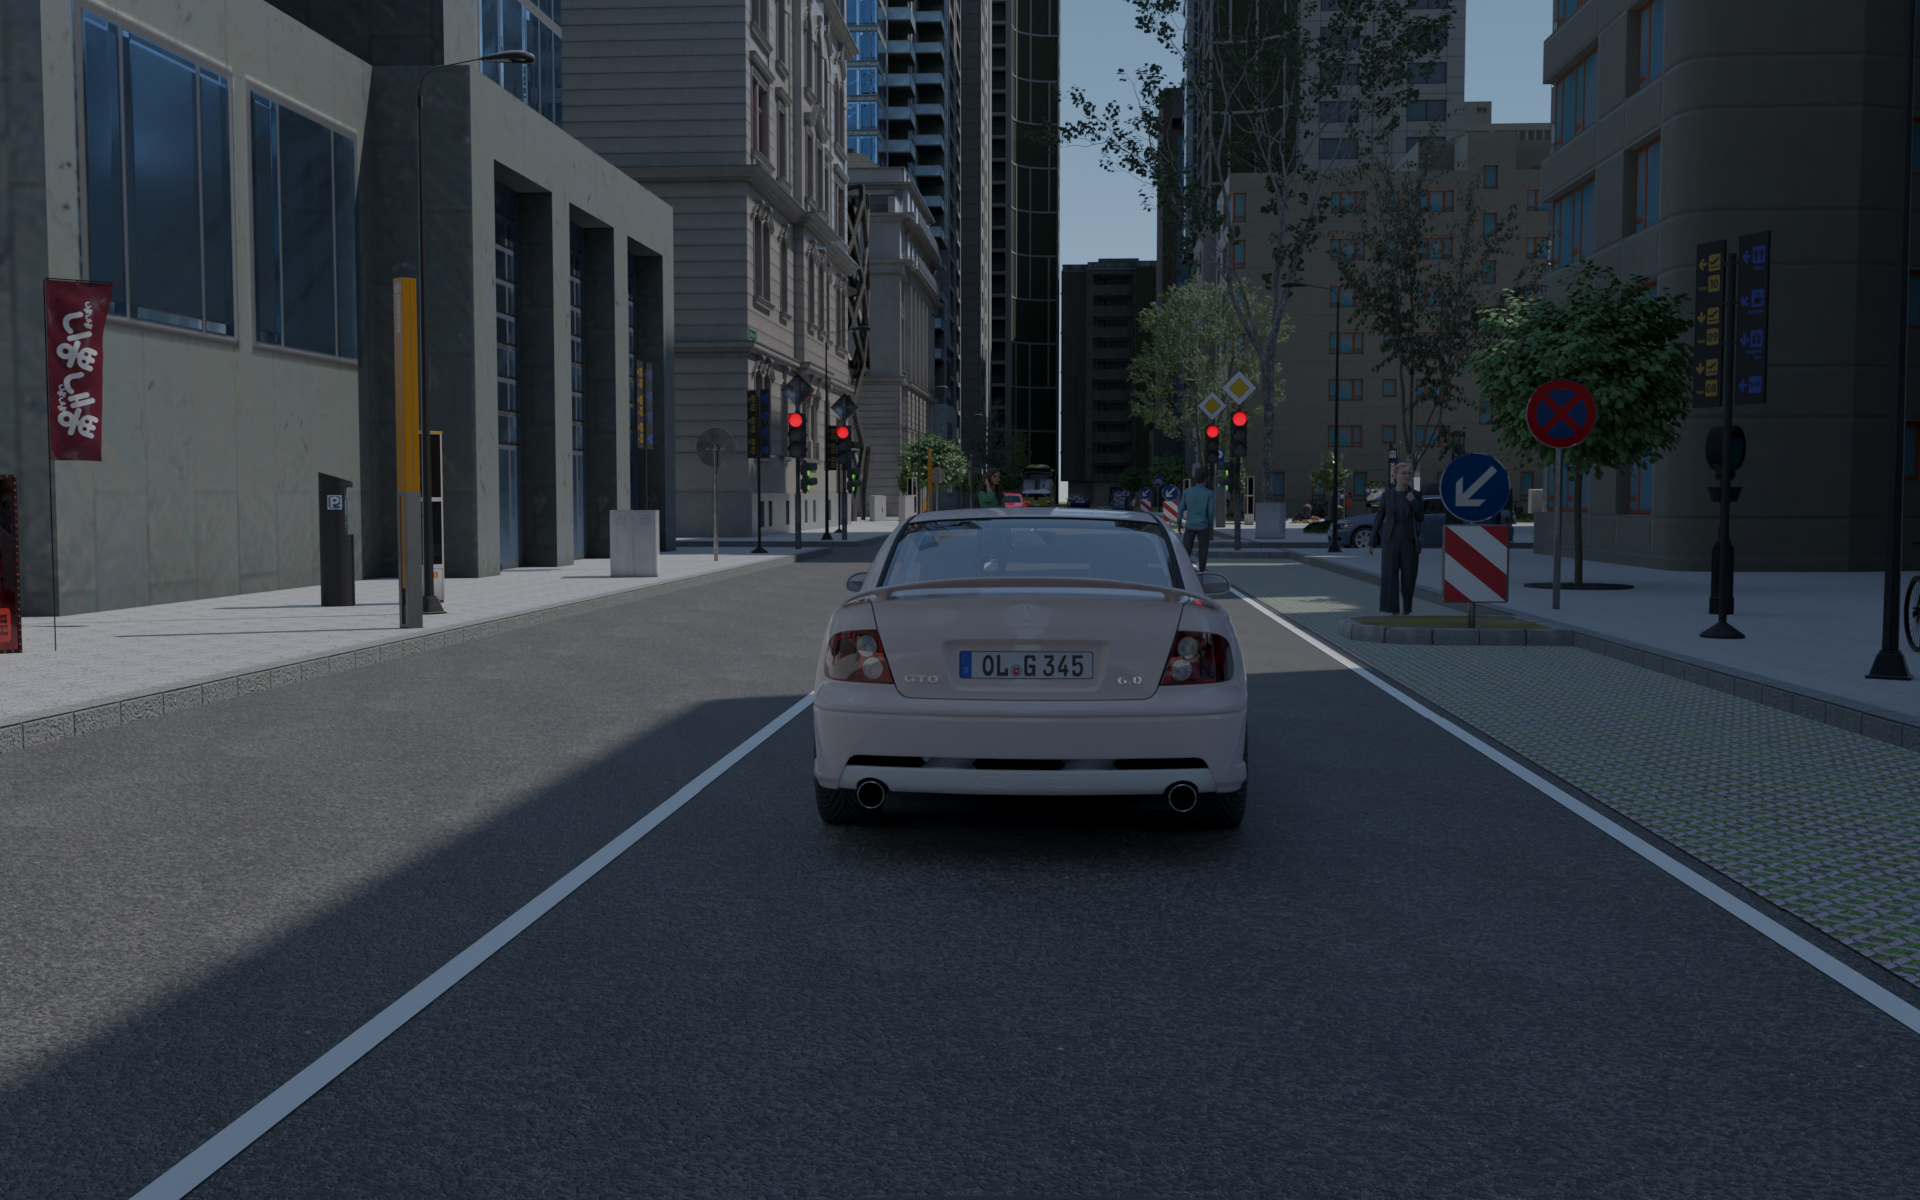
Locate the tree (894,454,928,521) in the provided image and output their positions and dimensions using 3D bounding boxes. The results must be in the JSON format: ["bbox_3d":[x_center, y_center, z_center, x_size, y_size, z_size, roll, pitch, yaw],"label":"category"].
[{"bbox_3d":[-2.508,-5.386,82.662,1.663,3.219,1.824,0,3,0],"label":"tree"}]

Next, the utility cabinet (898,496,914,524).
[{"bbox_3d":[-2.204,-3.664,71.062,0.306,1.237,1.020,1,4,21],"label":"utility cabinet"}]

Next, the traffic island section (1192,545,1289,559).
[{"bbox_3d":[6.376,-1.064,39.676,2.009,0.180,2.903,0,4,4],"label":"traffic island section"}]

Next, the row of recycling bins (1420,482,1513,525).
[{"bbox_3d":[17.470,-3.229,59.915,3.534,1.692,1.069,-1,4,-18],"label":"row of recycling bins"}]

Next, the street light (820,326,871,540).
[{"bbox_3d":[-3.170,-4.621,48.096,1.470,5.913,1.316,0,4,4],"label":"street light"}]

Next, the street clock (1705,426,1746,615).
[{"bbox_3d":[8.129,-0.848,18.428,0.471,2.002,0.358,-3,5,-41],"label":"street clock"}]

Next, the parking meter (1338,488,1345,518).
[{"bbox_3d":[15.968,-3.933,72.722,0.372,1.533,0.369,0,3,0],"label":"parking meter"}]

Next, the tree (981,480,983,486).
[{"bbox_3d":[0.937,-7.967,124.864,1.663,3.219,1.824,0,3,0],"label":"tree"}]

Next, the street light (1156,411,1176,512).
[{"bbox_3d":[11.753,-7.558,96.117,1.470,5.913,1.316,0,4,4],"label":"street light"}]

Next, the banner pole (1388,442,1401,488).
[{"bbox_3d":[20.875,-5.693,83.095,0.401,3.779,0.863,-3,5,-40],"label":"banner pole"}]

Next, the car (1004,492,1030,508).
[{"bbox_3d":[2.234,-4.441,81.645,2.155,1.783,4.494,0,4,4],"label":"car"}]

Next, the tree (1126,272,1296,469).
[{"bbox_3d":[11.381,-9.437,80.053,9.928,11.665,9.643,0,3,0],"label":"tree"}]

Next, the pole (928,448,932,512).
[{"bbox_3d":[-1.336,-5.074,76.802,0.158,3.312,0.155,0,3,0],"label":"pole"}]

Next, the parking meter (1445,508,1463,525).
[{"bbox_3d":[11.499,-2.111,40.221,0.399,1.863,0.255,2,4,34],"label":"parking meter"}]

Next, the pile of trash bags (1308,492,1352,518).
[{"bbox_3d":[19.791,-5.032,92.029,1.912,1.369,3.447,3,5,44],"label":"pile of trash bags"}]

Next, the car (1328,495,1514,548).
[{"bbox_3d":[11.476,-1.913,43.272,4.499,1.417,2.014,0,4,2],"label":"car"}]

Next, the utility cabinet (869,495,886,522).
[{"bbox_3d":[-3.834,-4.270,80.971,0.306,1.237,1.020,2,4,30],"label":"utility cabinet"}]

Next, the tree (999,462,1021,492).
[{"bbox_3d":[5.009,-11.948,179.070,4.285,4.588,4.351,0,3,0],"label":"tree"}]

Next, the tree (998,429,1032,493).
[{"bbox_3d":[6.179,-14.797,192.294,4.737,8.622,4.395,0,3,0],"label":"tree"}]

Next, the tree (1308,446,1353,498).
[{"bbox_3d":[14.895,-4.628,70.267,1.663,3.219,1.824,0,3,0],"label":"tree"}]

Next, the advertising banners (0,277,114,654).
[{"bbox_3d":[-7.793,-1.074,13.740,2.074,3.025,0.090,-3,4,-38],"label":"advertising banners"}]

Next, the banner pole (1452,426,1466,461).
[{"bbox_3d":[18.316,-4.500,63.590,0.863,3.779,0.401,-2,4,-33],"label":"banner pole"}]

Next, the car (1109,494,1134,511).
[{"bbox_3d":[13.004,-7.769,139.019,2.014,1.417,4.499,0,4,4],"label":"car"}]

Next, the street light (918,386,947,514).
[{"bbox_3d":[-1.237,-6.240,74.569,1.470,5.913,1.316,0,4,4],"label":"street light"}]

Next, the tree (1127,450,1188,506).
[{"bbox_3d":[15.395,-8.821,127.934,4.285,4.588,4.351,0,3,0],"label":"tree"}]

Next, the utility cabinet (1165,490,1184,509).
[{"bbox_3d":[13.263,-6.012,106.975,1.173,1.500,0.318,-2,4,-25],"label":"utility cabinet"}]

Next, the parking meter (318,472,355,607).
[{"bbox_3d":[-7.137,-0.699,19.833,0.372,1.533,0.369,0,3,0],"label":"parking meter"}]

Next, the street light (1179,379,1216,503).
[{"bbox_3d":[9.736,-5.963,70.033,1.470,5.913,1.316,0,4,4],"label":"street light"}]

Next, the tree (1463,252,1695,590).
[{"bbox_3d":[8.588,-2.449,23.753,4.285,4.588,4.351,0,3,0],"label":"tree"}]

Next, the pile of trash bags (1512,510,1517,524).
[{"bbox_3d":[21.925,-3.937,74.124,3.447,1.369,1.912,0,4,-4],"label":"pile of trash bags"}]

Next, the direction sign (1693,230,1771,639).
[{"bbox_3d":[6.819,-1.431,15.386,0.379,3.537,0.876,-1,4,-17],"label":"direction sign"}]

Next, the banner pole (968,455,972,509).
[{"bbox_3d":[0.633,-7.381,110.699,0.401,3.779,0.863,-1,4,-15],"label":"banner pole"}]

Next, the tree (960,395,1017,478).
[{"bbox_3d":[2.199,-10.943,129.285,4.360,8.622,3.978,0,3,0],"label":"tree"}]

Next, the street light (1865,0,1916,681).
[{"bbox_3d":[5.942,-2.410,11.941,1.470,5.913,1.316,0,4,4],"label":"street light"}]

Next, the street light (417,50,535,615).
[{"bbox_3d":[-5.149,-2.801,18.336,1.470,5.913,1.316,0,4,4],"label":"street light"}]

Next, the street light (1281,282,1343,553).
[{"bbox_3d":[7.721,-4.006,38.041,1.470,5.913,1.316,0,4,4],"label":"street light"}]

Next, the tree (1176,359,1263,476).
[{"bbox_3d":[13.368,-8.571,90.501,4.737,8.622,4.395,0,3,0],"label":"tree"}]

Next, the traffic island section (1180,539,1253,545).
[{"bbox_3d":[6.925,-1.551,47.642,2.009,0.180,2.903,0,4,4],"label":"traffic island section"}]

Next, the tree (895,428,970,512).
[{"bbox_3d":[-1.521,-6.272,86.267,4.285,4.588,4.351,0,3,0],"label":"tree"}]

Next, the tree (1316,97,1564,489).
[{"bbox_3d":[8.703,-5.024,32.503,4.360,8.622,3.978,0,3,0],"label":"tree"}]

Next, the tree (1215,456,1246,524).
[{"bbox_3d":[11.747,-4.837,73.680,1.663,3.219,1.824,0,3,0],"label":"tree"}]

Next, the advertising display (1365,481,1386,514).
[{"bbox_3d":[20.755,-4.974,86.539,0.974,1.923,0.123,1,4,20],"label":"advertising display"}]

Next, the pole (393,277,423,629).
[{"bbox_3d":[-5.252,-1.384,16.476,0.158,3.312,0.155,0,3,0],"label":"pole"}]

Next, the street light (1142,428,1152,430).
[{"bbox_3d":[13.578,-9.165,122.395,1.470,5.913,1.316,0,4,4],"label":"street light"}]

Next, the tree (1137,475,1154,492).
[{"bbox_3d":[16.862,-9.993,157.982,1.663,3.219,1.824,0,3,0],"label":"tree"}]

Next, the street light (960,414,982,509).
[{"bbox_3d":[0.596,-7.836,100.665,1.470,5.913,1.316,0,4,4],"label":"street light"}]

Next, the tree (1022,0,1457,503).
[{"bbox_3d":[8.904,-12.264,56.404,12.611,20.169,13.585,0,3,0],"label":"tree"}]

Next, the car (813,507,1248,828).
[{"bbox_3d":[0.385,0.214,8.856,2.083,1.381,4.827,0,4,3],"label":"car"}]

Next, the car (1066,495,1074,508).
[{"bbox_3d":[11.715,-9.938,174.842,2.083,1.381,4.827,0,4,3],"label":"car"}]

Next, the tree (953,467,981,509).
[{"bbox_3d":[0.134,-7.565,118.290,1.663,3.219,1.824,0,3,0],"label":"tree"}]

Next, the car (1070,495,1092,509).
[{"bbox_3d":[10.525,-8.482,151.255,1.945,1.354,3.894,0,4,6],"label":"car"}]

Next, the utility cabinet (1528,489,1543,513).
[{"bbox_3d":[26.616,-4.319,79.289,1.173,1.500,0.318,-1,4,-15],"label":"utility cabinet"}]

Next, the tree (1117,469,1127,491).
[{"bbox_3d":[19.200,-12.773,192.556,4.285,4.588,4.351,0,3,0],"label":"tree"}]

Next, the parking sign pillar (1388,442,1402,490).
[{"bbox_3d":[22.792,-6.253,90.703,1.447,3.967,1.447,2,4,26],"label":"parking sign pillar"}]
